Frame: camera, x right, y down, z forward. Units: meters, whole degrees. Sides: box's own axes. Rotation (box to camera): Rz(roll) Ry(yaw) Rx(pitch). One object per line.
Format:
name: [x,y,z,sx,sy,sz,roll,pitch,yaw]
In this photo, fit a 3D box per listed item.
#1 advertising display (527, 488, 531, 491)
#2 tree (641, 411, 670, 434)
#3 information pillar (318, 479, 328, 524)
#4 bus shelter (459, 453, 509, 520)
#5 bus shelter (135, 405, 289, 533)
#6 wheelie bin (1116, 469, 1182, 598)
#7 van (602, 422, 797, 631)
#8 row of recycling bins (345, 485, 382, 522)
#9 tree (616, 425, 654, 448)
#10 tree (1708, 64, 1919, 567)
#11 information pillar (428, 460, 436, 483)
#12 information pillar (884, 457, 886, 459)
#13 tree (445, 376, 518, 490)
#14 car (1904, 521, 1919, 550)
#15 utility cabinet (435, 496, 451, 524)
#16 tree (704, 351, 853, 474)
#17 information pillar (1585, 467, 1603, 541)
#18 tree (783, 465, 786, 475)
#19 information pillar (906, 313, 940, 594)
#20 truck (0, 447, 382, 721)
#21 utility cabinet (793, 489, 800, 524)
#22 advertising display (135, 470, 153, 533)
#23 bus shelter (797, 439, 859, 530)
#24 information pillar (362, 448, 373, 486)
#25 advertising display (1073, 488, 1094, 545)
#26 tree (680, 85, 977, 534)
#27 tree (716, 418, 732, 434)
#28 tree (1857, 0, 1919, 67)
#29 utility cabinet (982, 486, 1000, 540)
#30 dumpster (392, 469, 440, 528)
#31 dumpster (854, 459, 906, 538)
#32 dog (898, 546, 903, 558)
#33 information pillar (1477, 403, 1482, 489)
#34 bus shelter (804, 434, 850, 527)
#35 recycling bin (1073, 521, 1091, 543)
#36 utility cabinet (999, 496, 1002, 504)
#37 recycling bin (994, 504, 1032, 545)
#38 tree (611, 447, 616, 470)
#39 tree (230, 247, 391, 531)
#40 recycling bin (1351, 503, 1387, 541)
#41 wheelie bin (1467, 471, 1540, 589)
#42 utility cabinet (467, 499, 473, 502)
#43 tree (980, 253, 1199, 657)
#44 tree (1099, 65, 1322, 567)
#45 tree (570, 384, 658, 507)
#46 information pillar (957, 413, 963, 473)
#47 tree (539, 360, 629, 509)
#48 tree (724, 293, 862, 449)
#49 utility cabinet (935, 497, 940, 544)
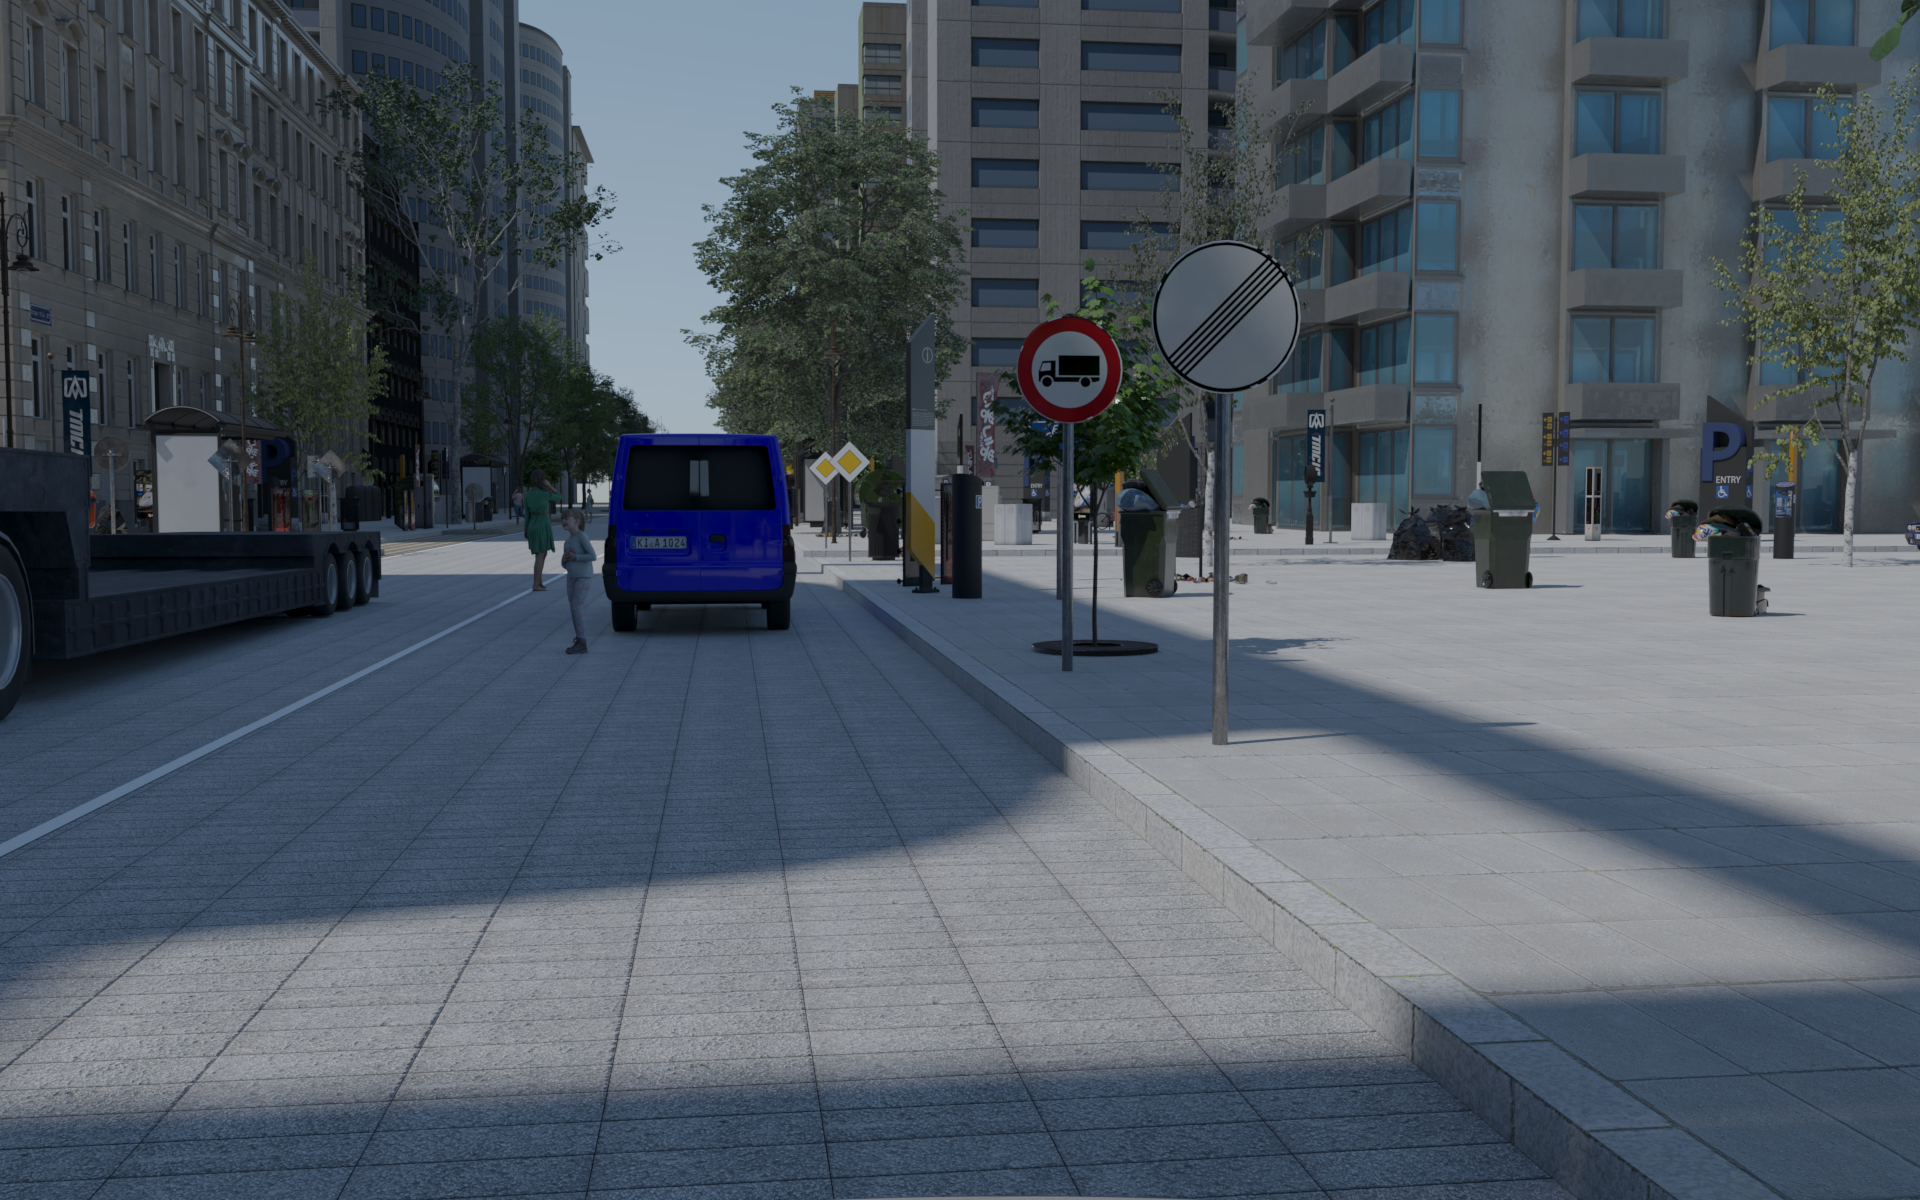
advertising display: [-26.729,-6.345,108.957,0.974,1.923,0.123,-3,5,-41]
tree: [-46.533,-21.160,256.335,12.009,13.543,11.850,0,3,0]
information pillar: [-27.720,-4.334,75.356,0.304,2.012,0.304,1,4,8]
bus shelter: [-24.479,-5.804,88.816,2.014,3.302,5.546,0,4,-8]
bus shelter: [-18.121,-2.959,42.305,2.014,3.302,5.546,0,4,-7]
wheelie bin: [2.341,-0.839,21.634,0.693,1.594,0.980,2,4,24]
van: [-2.934,-0.944,19.812,2.240,2.365,5.245,0,4,-8]
row of recycling bins: [-28.144,-4.572,81.861,1.069,1.692,3.534,0,4,-2]
tree: [-40.077,-16.901,210.750,8.767,10.594,7.601,3,5,40]
tree: [15.608,-4.896,30.410,4.737,8.622,4.395,0,3,0]
information pillar: [-32.591,-7.068,106.915,0.504,3.616,0.183,1,4,13]
information pillar: [-4.824,-7.264,110.126,0.183,3.616,0.504,1,4,14]
tree: [-30.066,-9.693,108.842,4.737,8.622,4.395,0,3,0]
car: [24.606,-1.742,41.063,3.894,1.354,1.945,-1,4,-8]
utility cabinet: [-21.953,-3.849,74.090,1.020,1.237,0.306,-2,4,-24]
tree: [-10.772,-11.540,105.687,9.611,12.733,9.660,0,3,0]
information pillar: [17.286,-2.616,47.258,0.304,2.012,0.304,-1,4,-20]
tree: [-10.275,-6.196,95.910,1.663,3.219,1.824,0,3,0]
information pillar: [-0.497,-1.895,22.335,0.183,3.616,0.504,3,5,40]
truck: [-7.566,-1.452,13.496,2.967,4.110,18.799,0,4,-8]
utility cabinet: [-7.073,-3.925,72.859,0.318,1.500,1.173,1,4,14]
advertising display: [-21.590,-2.524,46.483,0.974,1.923,0.123,-1,4,-13]
bus shelter: [-4.889,-4.282,63.939,2.014,3.302,5.546,0,4,-8]
information pillar: [-29.755,-5.847,86.958,0.504,3.616,0.183,-1,4,-10]
advertising display: [3.162,-2.395,44.376,0.123,1.923,0.974,-2,4,-24]
tree: [-4.046,-9.113,55.649,9.857,13.997,8.962,0,3,0]
tree: [-20.300,-16.482,179.847,12.009,13.543,11.850,0,3,0]
tree: [3.211,-1.180,3.008,4.285,4.588,4.351,0,3,0]
utility cabinet: [0.480,-2.362,47.289,1.173,1.500,0.318,1,4,9]
dumpster: [-20.705,-3.879,65.917,1.502,2.255,1.985,0,4,-8]
dumpster: [-2.210,-2.875,49.499,1.502,2.255,1.985,0,4,-8]
dog: [-1.377,-1.012,35.840,0.540,0.507,0.406,-1,4,-12]
information pillar: [13.494,-3.284,45.047,0.183,3.616,0.504,1,4,15]
bus shelter: [-5.450,-4.867,70.866,1.731,3.624,6.357,0,4,-8]
recycling bin: [3.032,-2.048,46.036,0.722,1.027,0.722,-1,4,-14]
utility cabinet: [1.144,-3.430,67.236,1.020,1.237,0.306,-2,4,-35]
recycling bin: [1.346,-1.908,43.745,0.722,1.027,0.722,3,4,37]
tree: [-36.718,-14.592,188.944,4.360,8.622,3.978,0,3,0]
tree: [-18.716,-6.182,51.438,4.737,8.622,4.395,0,3,0]
recycling bin: [11.353,-2.173,48.079,0.722,1.027,0.722,-3,5,-44]
wheelie bin: [7.371,-0.962,23.630,0.980,1.594,0.693,0,4,-8]
utility cabinet: [-23.430,-4.395,83.020,0.306,1.237,1.020,-1,4,-12]
tree: [0.971,-1.193,14.109,1.663,3.219,1.824,0,3,0]
tree: [4.401,-4.907,30.600,4.360,8.622,3.978,0,3,0]
tree: [-35.421,-15.931,177.476,9.611,12.733,9.660,0,3,0]
information pillar: [0.004,-3.623,50.594,0.183,3.616,0.504,-1,4,-10]
tree: [-32.044,-13.998,146.999,7.486,12.596,7.792,0,3,0]
tree: [-7.998,-9.759,85.308,9.928,11.665,9.643,0,3,0]
utility cabinet: [-0.913,-2.010,44.030,1.020,1.237,0.306,-2,4,-33]
